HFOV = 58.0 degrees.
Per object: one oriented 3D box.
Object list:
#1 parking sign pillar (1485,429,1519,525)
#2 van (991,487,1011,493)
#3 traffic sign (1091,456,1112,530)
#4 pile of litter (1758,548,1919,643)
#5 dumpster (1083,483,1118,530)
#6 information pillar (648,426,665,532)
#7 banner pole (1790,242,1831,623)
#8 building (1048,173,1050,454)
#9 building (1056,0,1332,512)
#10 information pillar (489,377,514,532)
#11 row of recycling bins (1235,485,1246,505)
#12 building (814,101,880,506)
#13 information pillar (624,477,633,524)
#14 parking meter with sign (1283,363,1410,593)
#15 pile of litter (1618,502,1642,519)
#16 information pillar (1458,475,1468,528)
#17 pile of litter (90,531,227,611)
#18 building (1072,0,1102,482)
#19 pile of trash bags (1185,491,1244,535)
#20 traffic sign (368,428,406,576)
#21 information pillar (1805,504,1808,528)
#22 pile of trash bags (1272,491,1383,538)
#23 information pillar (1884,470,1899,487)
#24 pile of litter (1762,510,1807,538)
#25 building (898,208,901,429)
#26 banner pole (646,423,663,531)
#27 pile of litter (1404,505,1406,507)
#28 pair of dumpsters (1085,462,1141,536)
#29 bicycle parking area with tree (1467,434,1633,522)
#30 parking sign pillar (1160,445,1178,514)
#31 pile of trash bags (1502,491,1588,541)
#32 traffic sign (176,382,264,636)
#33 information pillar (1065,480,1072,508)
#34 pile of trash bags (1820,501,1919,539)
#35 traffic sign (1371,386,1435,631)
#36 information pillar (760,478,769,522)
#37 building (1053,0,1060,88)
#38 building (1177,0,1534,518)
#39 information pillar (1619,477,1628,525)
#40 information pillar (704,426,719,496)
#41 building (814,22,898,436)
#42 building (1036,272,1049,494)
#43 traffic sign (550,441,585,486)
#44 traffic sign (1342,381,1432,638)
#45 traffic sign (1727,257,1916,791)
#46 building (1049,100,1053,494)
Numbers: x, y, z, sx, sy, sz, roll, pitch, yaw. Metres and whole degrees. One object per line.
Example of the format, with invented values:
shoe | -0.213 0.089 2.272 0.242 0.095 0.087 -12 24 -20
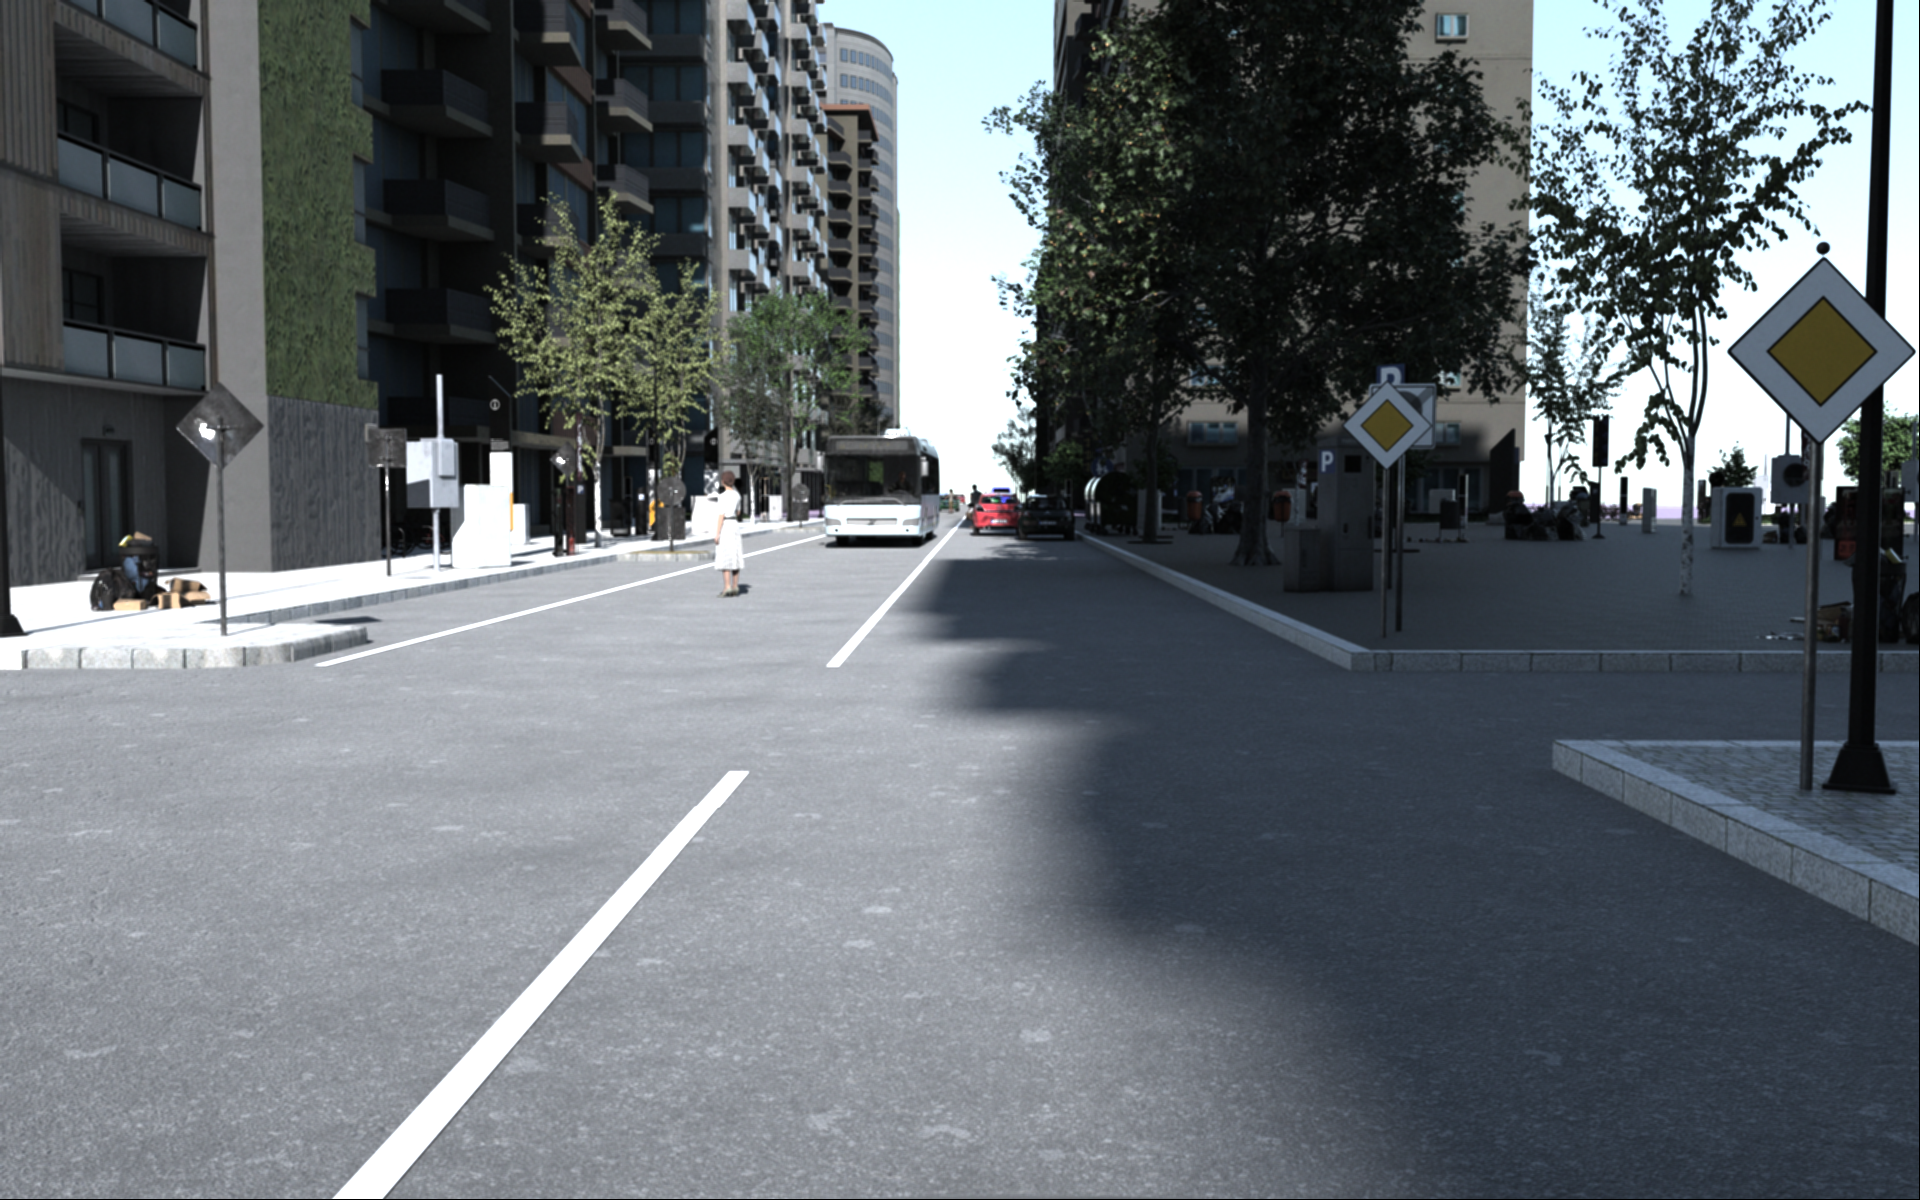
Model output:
parking sign pillar | 22.625 -5.108 71.994 1.447 3.967 1.447 -2 4 -26
van | 3.737 -9.523 160.085 2.240 2.365 5.245 0 4 -1
traffic sign | 4.780 -3.557 58.260 0.768 2.556 0.104 0 4 6
pile of litter | 8.027 -0.080 15.279 1.719 0.858 1.176 3 4 37
dumpster | 5.068 -3.426 61.768 1.264 1.857 1.865 0 4 1
information pillar | -10.309 -4.106 58.496 0.504 3.616 0.183 2 4 35
banner pole | 8.447 -1.655 17.082 0.401 3.779 0.863 2 4 29
building | 17.708 -34.065 207.072 14.600 45.320 14.200 0 4 1
building | 19.473 -32.306 151.903 21.300 48.544 21.600 0 4 1
information pillar | -9.154 -2.640 34.525 0.504 3.616 0.183 1 4 19
row of recycling bins | 13.545 -4.743 84.661 1.069 1.692 3.534 0 4 3
building | -20.352 -32.826 191.323 22.147 44.769 28.867 0 4 1
information pillar | -14.210 -4.265 74.229 0.304 2.012 0.304 0 4 -5
parking meter with sign | 5.093 -1.632 22.947 1.738 3.016 0.543 -2 4 -29
pile of litter | 34.666 -4.571 88.701 1.176 0.858 1.719 -3 5 -43
information pillar | 18.947 -3.717 65.263 0.304 2.012 0.304 2 4 29
pile of litter | -9.132 -0.353 19.744 1.176 0.858 1.719 3 4 36
building | 19.591 -28.881 126.826 22.147 44.769 28.867 0 4 1
pile of trash bags | 8.149 -2.800 55.528 1.912 1.369 3.447 2 4 33
traffic sign | -8.919 -1.521 26.994 0.606 2.300 0.079 0 4 3
information pillar | 23.192 -2.607 47.116 0.304 2.012 0.304 1 4 16
pile of trash bags | 11.051 -2.567 51.717 3.447 1.369 1.912 1 4 8
information pillar | 28.635 -2.985 53.293 0.304 2.012 0.304 -1 4 -14
pile of litter | 21.538 -1.916 45.292 1.719 0.858 1.176 2 4 29
building | -15.620 -34.090 240.962 14.154 41.232 14.086 0 4 1
banner pole | -10.775 -4.332 60.840 0.863 3.779 0.401 -3 5 -42
pile of litter | 21.196 -4.268 83.745 1.176 0.858 1.719 -3 5 -40
pair of dumpsters | 4.882 -3.218 55.115 1.574 2.255 4.437 0 4 1
bicycle parking area with tree | 29.068 -6.009 85.242 9.016 4.147 8.231 3 4 38
parking sign pillar | 10.515 -6.145 88.935 1.447 3.967 1.447 3 4 37
pile of trash bags | 16.334 -2.414 49.215 1.912 1.369 3.447 0 4 -6
traffic sign | -6.657 -0.732 15.608 0.795 2.450 0.064 0 4 1
information pillar | 5.468 -5.067 87.336 0.304 2.012 0.304 0 4 -1
pile of trash bags | 26.141 -2.408 49.115 1.912 1.369 3.447 -1 4 -23
traffic sign | 4.104 -0.857 16.139 0.606 2.300 0.079 0 4 7
information pillar | -8.876 -4.536 78.661 0.304 2.012 0.304 2 4 29
building | 21.165 -48.937 238.372 20.563 71.187 20.611 0 4 1
building | 19.570 -29.168 100.591 21.300 48.544 21.600 0 4 1
information pillar | 27.789 -4.161 72.532 0.304 2.012 0.304 1 4 17
information pillar | -8.462 -4.142 59.083 0.504 3.616 0.183 0 4 -7
building | -19.038 -41.430 219.374 21.231 58.520 28.212 0 4 1
building | 16.717 -27.543 222.027 14.160 30.474 14.107 0 4 1
traffic sign | -8.528 -2.229 37.630 0.795 2.450 0.064 1 4 10
traffic sign | 3.786 -0.721 15.433 0.795 2.450 0.064 0 4 1
traffic sign | 3.667 -0.233 7.449 0.795 2.450 0.064 0 4 1
building | 20.736 -34.523 188.145 21.300 48.544 21.600 0 4 1
